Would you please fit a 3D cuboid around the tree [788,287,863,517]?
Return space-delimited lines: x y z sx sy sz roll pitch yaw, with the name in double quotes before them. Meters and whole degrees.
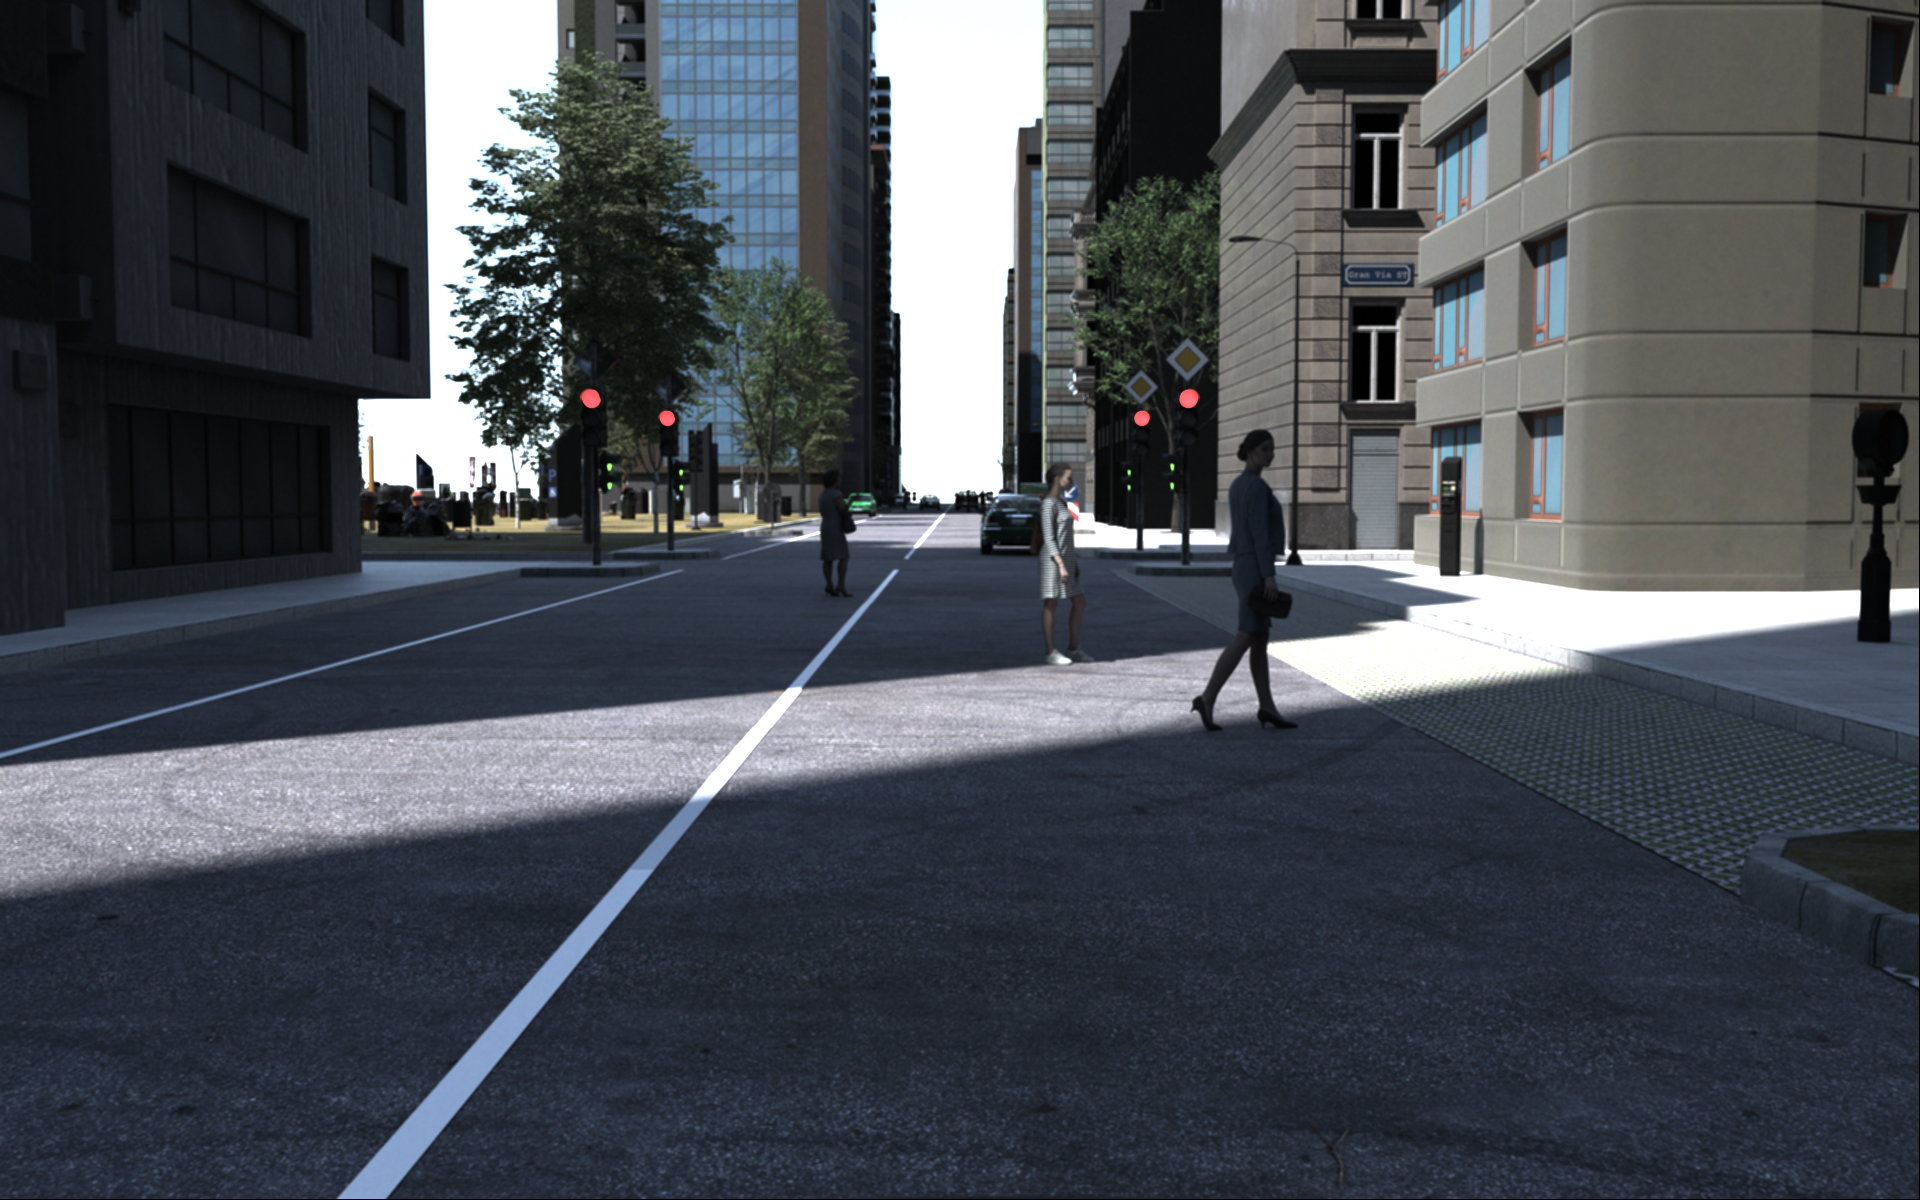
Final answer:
"tree" -8.923 -10.829 95.186 7.486 12.596 7.792 0 3 0

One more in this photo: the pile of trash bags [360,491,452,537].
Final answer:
"pile of trash bags" -17.252 -2.659 53.223 3.447 1.369 1.912 2 4 32

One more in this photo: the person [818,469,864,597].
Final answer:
"person" -1.644 -0.941 24.241 0.532 1.782 0.716 -3 4 -39

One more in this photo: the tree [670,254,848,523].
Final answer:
"tree" -8.666 -9.227 76.612 9.928 11.665 9.643 0 3 0

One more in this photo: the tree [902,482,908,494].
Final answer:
"tree" -9.019 -17.086 273.957 1.663 3.219 1.824 0 3 0

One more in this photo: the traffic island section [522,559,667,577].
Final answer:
"traffic island section" -6.592 -0.554 31.337 2.009 0.180 2.903 0 3 0

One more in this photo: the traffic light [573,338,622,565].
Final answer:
"traffic light" -6.552 -2.586 31.202 0.839 4.253 0.868 0 3 0

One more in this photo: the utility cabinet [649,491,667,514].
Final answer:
"utility cabinet" -19.092 -6.165 109.477 1.173 1.500 0.318 -3 5 -43

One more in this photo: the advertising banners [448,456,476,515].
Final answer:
"advertising banners" -22.998 -5.130 80.062 2.074 3.025 0.090 3 4 38

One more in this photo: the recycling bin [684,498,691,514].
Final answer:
"recycling bin" -17.670 -6.021 110.990 0.722 1.027 0.722 -1 4 -17

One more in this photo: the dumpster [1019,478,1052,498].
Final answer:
"dumpster" 3.962 -4.999 86.680 1.985 2.255 1.502 0 4 0

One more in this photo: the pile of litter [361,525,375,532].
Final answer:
"pile of litter" -20.544 -2.722 58.467 1.719 0.858 1.176 2 4 34

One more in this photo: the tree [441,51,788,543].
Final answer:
"tree" -9.283 -7.760 45.006 7.486 12.596 7.792 0 3 0

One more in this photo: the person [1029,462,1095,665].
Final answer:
"person" 0.830 -0.312 14.598 0.522 1.701 0.512 1 4 20

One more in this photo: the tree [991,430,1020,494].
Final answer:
"tree" 5.994 -15.148 198.029 4.360 8.622 3.978 0 3 0

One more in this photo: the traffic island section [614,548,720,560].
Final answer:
"traffic island section" -6.587 -1.042 39.322 2.009 0.180 2.903 0 3 0

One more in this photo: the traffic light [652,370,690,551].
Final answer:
"traffic light" -6.547 -3.074 39.187 0.839 4.253 0.868 0 3 0

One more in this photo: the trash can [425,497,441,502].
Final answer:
"trash can" -23.845 -4.080 78.369 0.748 1.137 0.748 0 3 0

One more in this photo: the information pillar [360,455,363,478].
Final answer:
"information pillar" -35.970 -6.869 103.665 0.183 3.616 0.504 3 4 37

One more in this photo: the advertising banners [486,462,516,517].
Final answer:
"advertising banners" -25.159 -6.065 95.349 0.090 3.025 2.074 2 4 28

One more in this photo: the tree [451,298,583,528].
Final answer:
"tree" -16.617 -6.979 64.474 4.360 8.622 3.978 0 3 0

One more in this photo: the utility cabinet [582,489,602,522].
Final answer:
"utility cabinet" -16.556 -4.190 77.188 1.173 1.500 0.318 0 4 -7

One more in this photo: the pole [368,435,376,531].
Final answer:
"pole" -20.484 -4.064 60.288 0.158 3.312 0.155 0 3 0

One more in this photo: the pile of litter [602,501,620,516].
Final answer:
"pile of litter" -20.974 -5.491 103.742 1.176 0.858 1.719 -2 4 -26

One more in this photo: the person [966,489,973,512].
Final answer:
"person" 0.706 -7.776 135.644 0.705 1.822 1.348 1 4 16

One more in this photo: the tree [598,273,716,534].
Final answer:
"tree" -9.854 -6.451 55.842 4.360 8.622 3.978 0 3 0

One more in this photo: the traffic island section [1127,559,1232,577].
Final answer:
"traffic island section" 4.100 -0.553 31.326 2.009 0.180 2.903 0 3 0

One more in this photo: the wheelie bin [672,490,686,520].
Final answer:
"wheelie bin" -13.967 -4.746 85.497 0.693 1.594 0.980 -3 4 -37

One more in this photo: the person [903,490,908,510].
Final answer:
"person" -4.785 -8.959 155.508 0.750 1.759 0.617 3 5 44

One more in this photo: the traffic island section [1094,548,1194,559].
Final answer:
"traffic island section" 4.104 -1.042 39.311 2.009 0.180 2.903 0 3 0

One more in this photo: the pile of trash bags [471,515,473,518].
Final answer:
"pile of trash bags" -27.373 -5.015 91.749 3.447 1.369 1.912 3 5 42

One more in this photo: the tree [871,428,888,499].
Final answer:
"tree" -9.628 -14.678 190.349 4.737 8.622 4.395 0 3 0

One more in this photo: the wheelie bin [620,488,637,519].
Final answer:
"wheelie bin" -16.770 -4.887 87.804 0.693 1.594 0.980 2 4 25

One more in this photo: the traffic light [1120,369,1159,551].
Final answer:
"traffic light" 4.064 -3.075 39.197 0.839 4.253 0.868 0 3 0

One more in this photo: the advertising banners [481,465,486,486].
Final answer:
"advertising banners" -29.066 -6.583 103.813 0.090 3.025 2.074 2 4 32

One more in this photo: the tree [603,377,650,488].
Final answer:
"tree" -18.808 -8.957 96.811 4.737 8.622 4.395 0 3 0

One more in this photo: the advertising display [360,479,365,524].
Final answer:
"advertising display" -25.464 -4.190 73.723 0.123 1.923 0.974 -1 4 -9

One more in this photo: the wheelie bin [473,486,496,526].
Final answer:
"wheelie bin" -19.227 -3.799 70.028 0.980 1.594 0.693 0 4 7

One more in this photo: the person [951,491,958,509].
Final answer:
"person" -0.302 -9.709 168.026 1.217 1.735 0.721 2 4 25

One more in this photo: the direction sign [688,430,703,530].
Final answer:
"direction sign" -9.420 -4.266 61.739 0.379 3.537 0.876 2 4 24

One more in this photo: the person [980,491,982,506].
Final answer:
"person" 2.618 -12.518 213.188 0.705 1.822 1.348 -2 4 -32

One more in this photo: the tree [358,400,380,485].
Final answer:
"tree" -35.582 -9.184 100.525 4.360 8.622 3.978 0 3 0

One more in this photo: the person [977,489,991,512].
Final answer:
"person" 1.906 -8.068 140.544 1.348 1.807 0.705 2 4 28

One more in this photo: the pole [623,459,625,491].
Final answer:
"pole" -19.631 -6.568 101.234 0.158 3.312 0.155 0 3 0

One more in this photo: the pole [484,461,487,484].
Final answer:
"pole" -29.468 -6.958 107.611 0.158 3.312 0.155 0 3 0

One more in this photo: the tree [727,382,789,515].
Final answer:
"tree" -12.473 -9.552 106.533 4.360 8.622 3.978 0 3 0

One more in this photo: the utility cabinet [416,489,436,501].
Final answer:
"utility cabinet" -25.563 -4.544 82.970 0.318 1.500 1.173 1 4 20

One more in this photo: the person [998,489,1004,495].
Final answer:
"person" 2.863 -6.854 120.699 1.348 1.807 0.705 -2 4 -25

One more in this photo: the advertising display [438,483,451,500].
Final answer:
"advertising display" -29.800 -5.808 100.175 0.123 1.923 0.974 1 4 21

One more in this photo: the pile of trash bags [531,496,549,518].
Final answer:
"pile of trash bags" -23.385 -5.559 100.638 1.912 1.369 3.447 -3 4 -38

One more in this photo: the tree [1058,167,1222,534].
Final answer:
"tree" 7.065 -7.975 56.148 9.928 11.665 9.643 0 3 0

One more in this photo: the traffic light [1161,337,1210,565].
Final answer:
"traffic light" 4.060 -2.587 31.212 0.839 4.253 0.868 0 3 0

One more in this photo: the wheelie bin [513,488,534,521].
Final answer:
"wheelie bin" -21.140 -4.651 83.956 0.980 1.594 0.693 -1 4 -13

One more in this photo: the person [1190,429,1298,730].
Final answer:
"person" 1.740 -0.124 10.546 0.654 1.822 0.581 1 4 9
